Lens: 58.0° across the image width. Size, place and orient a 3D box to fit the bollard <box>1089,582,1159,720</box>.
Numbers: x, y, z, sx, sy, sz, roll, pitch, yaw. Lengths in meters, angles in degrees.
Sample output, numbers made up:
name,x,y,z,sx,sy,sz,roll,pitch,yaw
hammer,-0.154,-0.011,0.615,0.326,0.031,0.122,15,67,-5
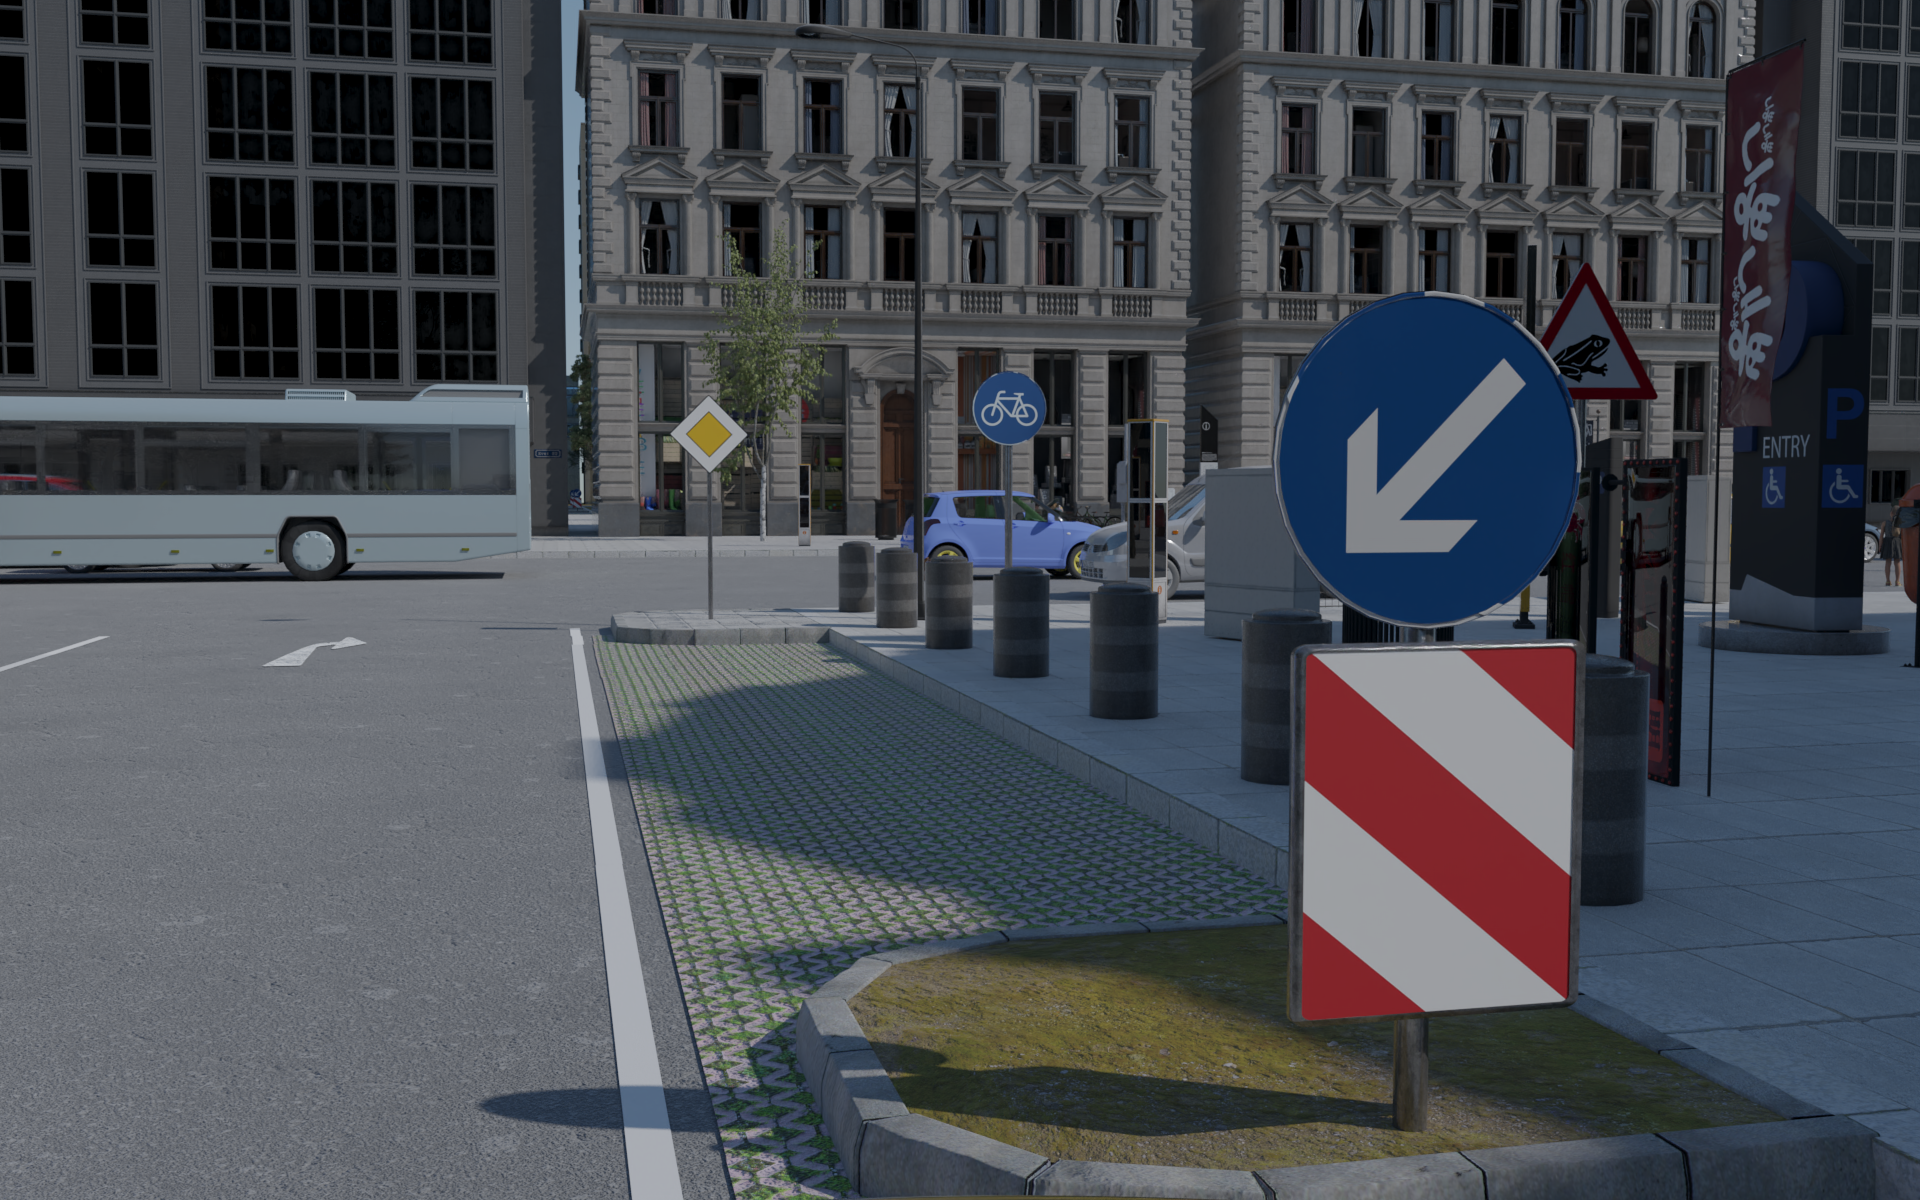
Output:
name,x,y,z,sx,sy,sz,roll,pitch,yaw
bollard,0.949,0.288,10.009,0.404,0.777,0.398,0,3,0

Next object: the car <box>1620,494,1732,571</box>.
name,x,y,z,sx,sy,sz,roll,pitch,yaw
car,13.282,-1.290,31.309,3.980,1.641,2.015,-1,4,-13

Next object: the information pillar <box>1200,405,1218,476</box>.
name,x,y,z,sx,sy,sz,roll,pitch,yaw
information pillar,6.517,-3.311,45.485,0.504,3.616,0.183,-1,4,-14

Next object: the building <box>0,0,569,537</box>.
name,x,y,z,sx,sy,sz,roll,pitch,yaw
building,-24.622,-15.934,54.034,24.014,27.812,14.314,-1,4,-13

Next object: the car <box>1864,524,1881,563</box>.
name,x,y,z,sx,sy,sz,roll,pitch,yaw
car,17.224,-1.500,36.523,4.499,1.417,2.014,-1,4,-14

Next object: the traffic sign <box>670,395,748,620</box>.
name,x,y,z,sx,sy,sz,roll,pitch,yaw
traffic sign,-2.554,-0.857,17.660,0.795,2.450,0.064,-1,4,-13

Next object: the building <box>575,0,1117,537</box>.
name,x,y,z,sx,sy,sz,roll,pitch,yaw
building,-2.834,-13.983,57.504,19.941,23.489,11.050,-1,4,-13

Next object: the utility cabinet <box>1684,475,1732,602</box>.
name,x,y,z,sx,sy,sz,roll,pitch,yaw
utility cabinet,8.851,-0.739,20.768,0.318,1.500,1.173,0,4,0

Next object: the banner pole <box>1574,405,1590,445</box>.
name,x,y,z,sx,sy,sz,roll,pitch,yaw
banner pole,17.037,-3.572,48.413,0.401,3.779,0.863,-1,4,-23

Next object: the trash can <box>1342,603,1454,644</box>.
name,x,y,z,sx,sy,sz,roll,pitch,yaw
trash can,2.420,0.127,9.575,0.748,1.137,0.748,0,3,0

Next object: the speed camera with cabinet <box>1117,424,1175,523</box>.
name,x,y,z,sx,sy,sz,roll,pitch,yaw
speed camera with cabinet,5.181,-3.300,48.293,0.660,3.252,2.038,-2,4,-30

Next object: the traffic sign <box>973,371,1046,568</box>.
name,x,y,z,sx,sy,sz,roll,pitch,yaw
traffic sign,0.509,-1.098,18.055,0.768,2.556,0.104,0,4,-5

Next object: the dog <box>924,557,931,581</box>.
name,x,y,z,sx,sy,sz,roll,pitch,yaw
dog,-0.517,-0.387,25.610,0.540,0.507,0.406,3,5,41

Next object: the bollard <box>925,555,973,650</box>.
name,x,y,z,sx,sy,sz,roll,pitch,yaw
bollard,-0.091,0.016,14.449,0.404,0.777,0.398,0,3,0

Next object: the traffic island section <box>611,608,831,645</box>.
name,x,y,z,sx,sy,sz,roll,pitch,yaw
traffic island section,-2.532,0.278,17.743,2.009,0.180,2.903,-1,4,-13

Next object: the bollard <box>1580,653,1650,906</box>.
name,x,y,z,sx,sy,sz,roll,pitch,yaw
bollard,1.993,0.560,5.560,0.404,0.777,0.398,0,3,0

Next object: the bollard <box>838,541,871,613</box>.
name,x,y,z,sx,sy,sz,roll,pitch,yaw
bollard,-1.129,-0.256,18.904,0.404,0.777,0.398,0,3,0

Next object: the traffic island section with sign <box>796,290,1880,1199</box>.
name,x,y,z,sx,sy,sz,roll,pitch,yaw
traffic island section with sign,0.650,0.275,4.140,1.989,1.847,2.006,-1,4,-13

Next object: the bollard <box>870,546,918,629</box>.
name,x,y,z,sx,sy,sz,roll,pitch,yaw
bollard,-0.609,-0.120,16.676,0.404,0.777,0.398,0,3,0

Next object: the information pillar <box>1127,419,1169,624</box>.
name,x,y,z,sx,sy,sz,roll,pitch,yaw
information pillar,1.854,-0.773,17.125,0.304,2.012,0.304,3,4,36

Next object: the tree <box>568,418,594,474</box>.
name,x,y,z,sx,sy,sz,roll,pitch,yaw
tree,-36.336,-14.676,174.360,7.601,10.594,8.767,-3,5,-42

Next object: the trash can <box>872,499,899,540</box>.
name,x,y,z,sx,sy,sz,roll,pitch,yaw
trash can,-2.068,-2.243,48.334,0.748,1.137,0.748,0,3,0

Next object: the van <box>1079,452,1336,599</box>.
name,x,y,z,sx,sy,sz,roll,pitch,yaw
van,3.721,-1.048,24.139,4.112,2.044,2.013,-1,4,-13

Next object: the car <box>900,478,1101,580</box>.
name,x,y,z,sx,sy,sz,roll,pitch,yaw
car,0.846,-1.214,29.448,3.694,1.707,1.945,-1,4,-14

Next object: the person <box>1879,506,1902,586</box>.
name,x,y,z,sx,sy,sz,roll,pitch,yaw
person,14.503,-0.842,26.941,0.362,1.253,0.373,2,4,32

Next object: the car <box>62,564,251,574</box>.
name,x,y,z,sx,sy,sz,roll,pitch,yaw
car,-14.843,-1.206,32.293,3.894,1.354,1.945,-1,4,-15

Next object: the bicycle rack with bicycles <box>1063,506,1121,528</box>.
name,x,y,z,sx,sy,sz,roll,pitch,yaw
bicycle rack with bicycles,3.579,-2.331,51.486,2.925,0.926,2.852,2,4,27

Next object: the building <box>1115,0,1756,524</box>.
name,x,y,z,sx,sy,sz,roll,pitch,yaw
building,16.936,-14.255,61.941,19.941,23.489,11.050,-1,4,-13

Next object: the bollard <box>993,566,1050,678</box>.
name,x,y,z,sx,sy,sz,roll,pitch,yaw
bollard,0.434,0.152,12.230,0.404,0.777,0.398,0,3,0

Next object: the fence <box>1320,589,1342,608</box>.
name,x,y,z,sx,sy,sz,roll,pitch,yaw
fence,3.898,-0.442,18.430,2.264,1.192,0.480,-1,4,-18

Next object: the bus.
name,x,y,z,sx,sy,sz,roll,pitch,yaw
bus,-13.924,-2.066,28.643,13.247,3.499,2.948,-1,4,-14

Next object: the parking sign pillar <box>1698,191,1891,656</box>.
name,x,y,z,sx,sy,sz,roll,pitch,yaw
parking sign pillar,6.948,-1.582,14.346,1.447,3.967,1.447,0,4,-5

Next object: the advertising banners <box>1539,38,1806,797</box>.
name,x,y,z,sx,sy,sz,roll,pitch,yaw
advertising banners,3.104,-0.708,7.763,0.090,3.025,2.074,0,4,-7

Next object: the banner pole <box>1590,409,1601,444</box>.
name,x,y,z,sx,sy,sz,roll,pitch,yaw
banner pole,18.746,-3.760,51.498,0.401,3.779,0.863,-2,4,-33

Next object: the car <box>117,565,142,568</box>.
name,x,y,z,sx,sy,sz,roll,pitch,yaw
car,-17.908,-1.546,33.956,5.304,1.827,2.281,-1,4,-15

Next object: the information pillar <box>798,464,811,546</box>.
name,x,y,z,sx,sy,sz,roll,pitch,yaw
information pillar,-3.820,-2.327,42.534,0.304,2.012,0.304,0,4,-4

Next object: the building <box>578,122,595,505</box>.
name,x,y,z,sx,sy,sz,roll,pitch,yaw
building,-36.886,-36.352,218.056,21.600,48.544,21.300,-1,4,-13

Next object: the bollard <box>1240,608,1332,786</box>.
name,x,y,z,sx,sy,sz,roll,pitch,yaw
bollard,1.466,0.424,7.789,0.404,0.777,0.398,0,3,0

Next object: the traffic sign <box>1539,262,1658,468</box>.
name,x,y,z,sx,sy,sz,roll,pitch,yaw
traffic sign,3.511,-0.601,9.833,0.884,2.594,0.081,0,4,-7

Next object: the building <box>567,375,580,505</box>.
name,x,y,z,sx,sy,sz,roll,pitch,yaw
building,-63.029,-55.000,211.917,31.000,86.520,22.319,-1,4,-13

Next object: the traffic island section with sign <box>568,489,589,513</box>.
name,x,y,z,sx,sy,sz,roll,pitch,yaw
traffic island section with sign,-29.496,-7.607,133.000,1.989,1.847,2.006,-1,4,-13

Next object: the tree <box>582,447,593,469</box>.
name,x,y,z,sx,sy,sz,roll,pitch,yaw
tree,-31.809,-12.580,156.037,4.360,8.622,3.978,0,3,0

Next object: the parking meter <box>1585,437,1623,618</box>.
name,x,y,z,sx,sy,sz,roll,pitch,yaw
parking meter,6.647,-0.753,18.031,0.255,1.863,0.399,-3,5,-40

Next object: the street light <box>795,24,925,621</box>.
name,x,y,z,sx,sy,sz,roll,pitch,yaw
street light,-0.950,-2.746,17.433,1.470,5.913,1.316,-1,4,-13

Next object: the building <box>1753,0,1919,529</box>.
name,x,y,z,sx,sy,sz,roll,pitch,yaw
building,38.266,-16.819,68.498,24.014,27.812,14.314,-1,4,-13

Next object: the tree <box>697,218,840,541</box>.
name,x,y,z,sx,sy,sz,roll,pitch,yaw
tree,-5.346,-5.915,47.071,4.737,8.622,4.395,0,3,0

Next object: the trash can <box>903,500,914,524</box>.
name,x,y,z,sx,sy,sz,roll,pitch,yaw
trash can,-1.092,-1.974,43.928,0.748,1.137,0.748,0,3,0

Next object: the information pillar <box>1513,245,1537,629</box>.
name,x,y,z,sx,sy,sz,roll,pitch,yaw
information pillar,5.425,-1.543,16.575,0.183,3.616,0.504,1,4,14

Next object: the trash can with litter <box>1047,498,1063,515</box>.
name,x,y,z,sx,sy,sz,roll,pitch,yaw
trash can with litter,2.360,-2.298,48.955,1.055,1.170,0.624,0,4,-5

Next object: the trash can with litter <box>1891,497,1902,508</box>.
name,x,y,z,sx,sy,sz,roll,pitch,yaw
trash can with litter,30.329,-2.720,55.860,0.624,1.170,1.055,3,4,38

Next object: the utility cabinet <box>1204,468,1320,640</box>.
name,x,y,z,sx,sy,sz,roll,pitch,yaw
utility cabinet,2.615,-0.386,14.998,0.318,1.500,1.173,-2,4,-31

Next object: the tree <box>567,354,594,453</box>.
name,x,y,z,sx,sy,sz,roll,pitch,yaw
tree,-22.046,-12.514,112.032,7.806,13.903,7.818,0,3,0

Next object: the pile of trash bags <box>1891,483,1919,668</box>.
name,x,y,z,sx,sy,sz,roll,pitch,yaw
pile of trash bags,8.046,-0.121,11.729,1.912,1.369,3.447,-2,4,-33
